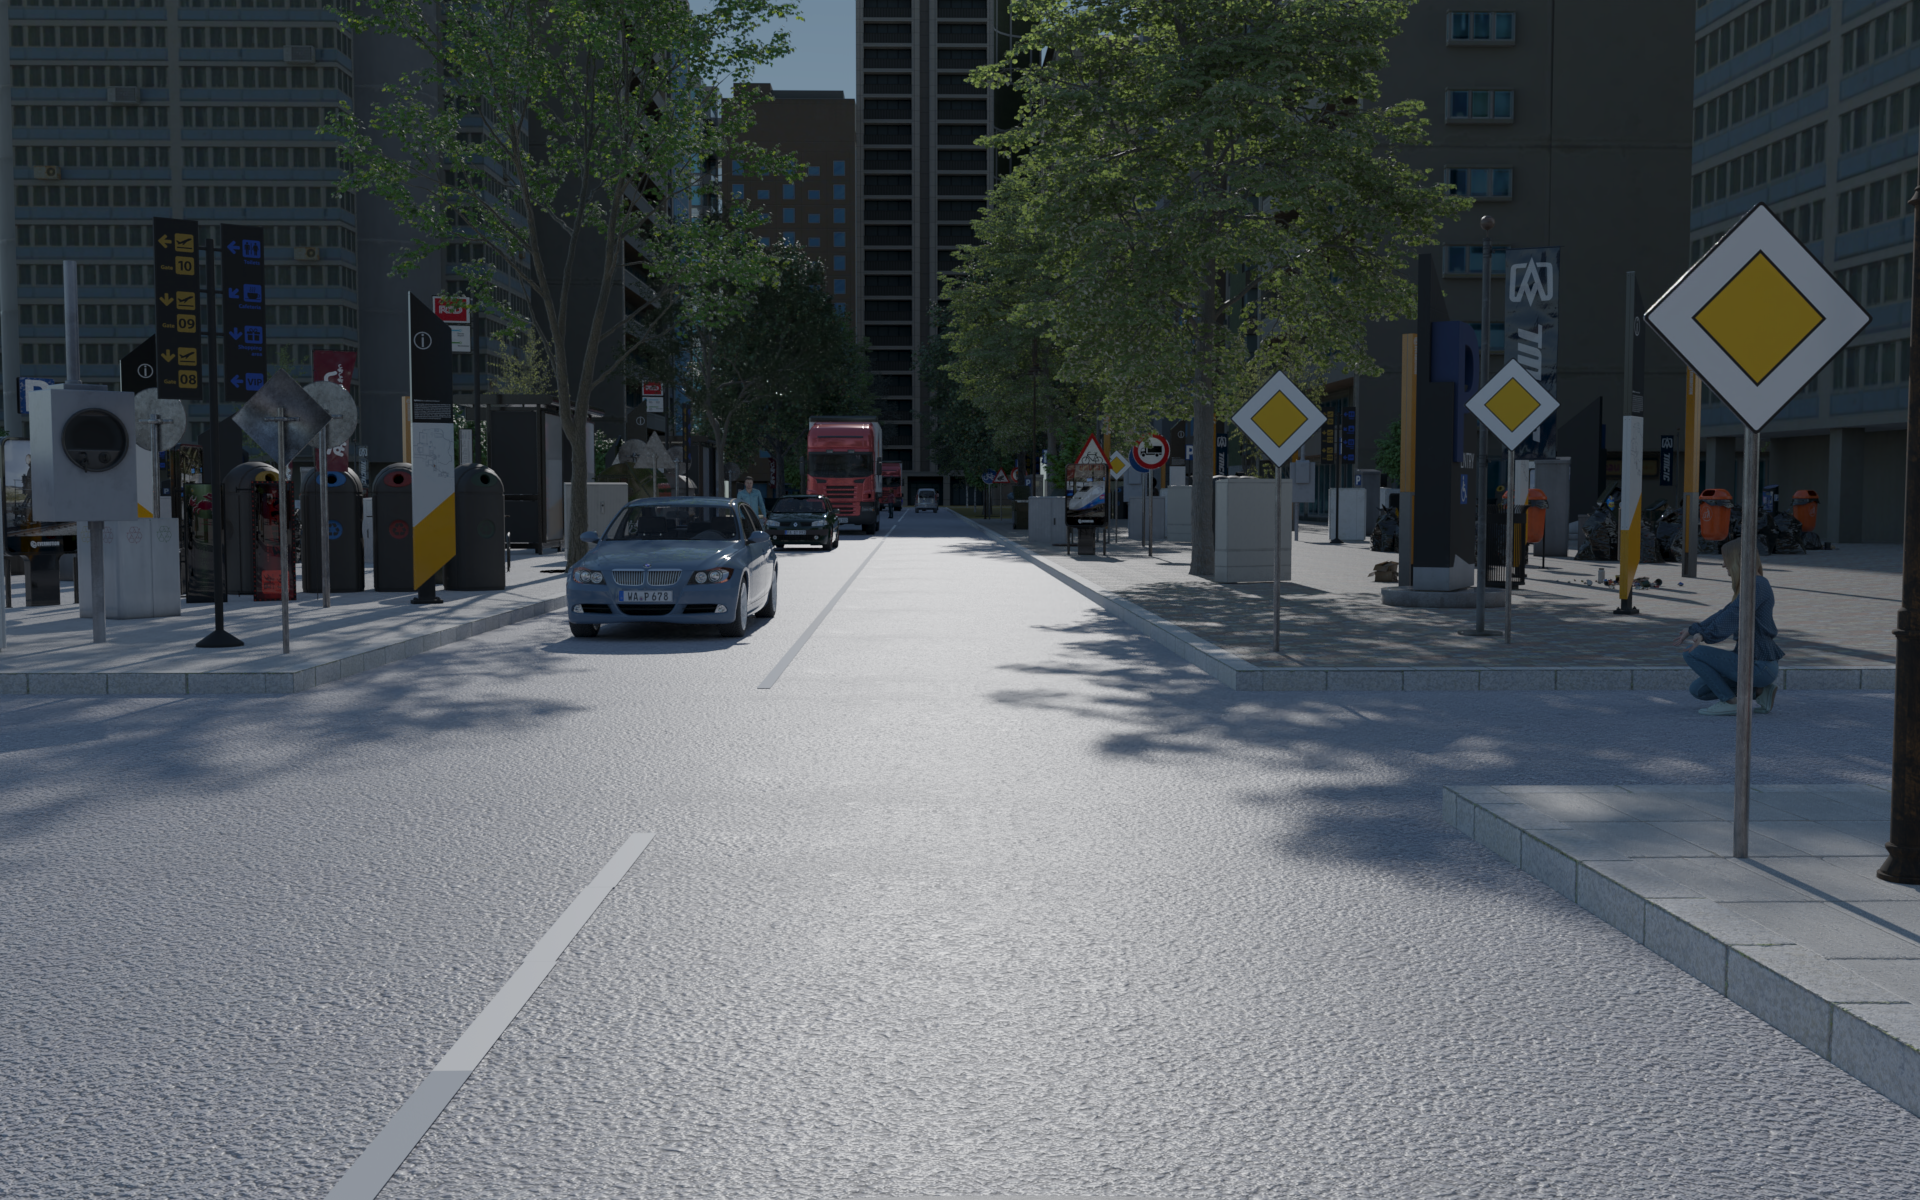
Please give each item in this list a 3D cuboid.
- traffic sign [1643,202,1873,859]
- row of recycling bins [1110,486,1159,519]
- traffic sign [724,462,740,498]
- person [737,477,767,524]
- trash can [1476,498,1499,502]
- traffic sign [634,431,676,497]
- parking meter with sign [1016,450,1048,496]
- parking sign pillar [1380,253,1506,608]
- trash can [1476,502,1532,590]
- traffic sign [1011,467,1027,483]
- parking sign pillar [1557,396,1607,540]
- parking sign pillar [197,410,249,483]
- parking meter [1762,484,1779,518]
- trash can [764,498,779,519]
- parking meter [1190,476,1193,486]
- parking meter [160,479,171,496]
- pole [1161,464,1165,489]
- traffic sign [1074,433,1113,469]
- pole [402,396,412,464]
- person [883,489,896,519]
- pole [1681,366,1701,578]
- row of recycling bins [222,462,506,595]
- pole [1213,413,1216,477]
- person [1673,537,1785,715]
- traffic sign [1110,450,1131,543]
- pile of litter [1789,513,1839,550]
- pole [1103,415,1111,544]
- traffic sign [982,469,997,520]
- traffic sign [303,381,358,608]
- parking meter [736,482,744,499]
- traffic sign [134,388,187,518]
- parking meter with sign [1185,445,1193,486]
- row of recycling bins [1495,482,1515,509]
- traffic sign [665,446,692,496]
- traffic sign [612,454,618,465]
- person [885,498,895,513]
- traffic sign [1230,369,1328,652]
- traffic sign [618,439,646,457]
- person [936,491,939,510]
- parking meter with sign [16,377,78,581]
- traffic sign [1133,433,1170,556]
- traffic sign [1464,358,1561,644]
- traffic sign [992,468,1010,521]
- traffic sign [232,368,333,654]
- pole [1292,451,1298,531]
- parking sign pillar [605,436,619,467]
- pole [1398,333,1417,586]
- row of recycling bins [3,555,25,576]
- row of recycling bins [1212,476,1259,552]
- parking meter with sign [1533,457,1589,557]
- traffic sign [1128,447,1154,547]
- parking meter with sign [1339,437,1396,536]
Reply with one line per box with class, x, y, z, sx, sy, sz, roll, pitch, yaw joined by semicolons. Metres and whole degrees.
traffic sign;2.754;-0.147;6.054;0.795;2.450;0.064;0;4;-1
row of recycling bins;8.572;-4.974;88.438;3.534;1.692;1.069;2;4;35
traffic sign;-9.179;-4.233;69.312;0.768;2.556;0.104;0;4;1
person;-4.684;-1.852;38.798;0.660;1.820;0.620;-1;4;-19
trash can;17.783;-2.864;58.472;0.748;1.137;0.748;0;3;0
traffic sign;-6.301;-2.189;35.786;0.884;2.594;0.081;0;3;0
parking meter with sign;2.854;-4.342;67.260;1.738;3.016;0.543;-3;5;-44
parking sign pillar;5.630;-1.929;20.017;1.447;3.967;1.447;2;4;28
trash can;7.323;-0.718;23.393;0.748;1.137;0.748;0;3;0
traffic sign;2.731;-4.891;80.067;0.768;2.556;0.104;0;4;7
parking sign pillar;17.353;-3.664;48.372;1.447;3.967;1.447;-3;4;-38
parking sign pillar;-23.370;-4.051;54.709;1.447;3.967;1.447;-2;4;-29
parking meter;20.870;-2.214;44.615;0.372;1.533;0.369;0;3;0
trash can;-7.141;-3.330;66.102;0.748;1.137;0.748;0;3;0
parking meter;6.605;-2.605;48.303;0.255;1.863;0.399;3;5;45
parking meter;-30.939;-3.777;67.468;0.399;1.863;0.255;-2;4;-32
pole;8.009;-4.556;68.326;0.158;3.312;0.155;0;3;0
traffic sign;2.823;-2.264;37.026;0.884;2.594;0.081;0;4;4
pole;-11.543;-2.593;36.246;0.158;3.312;0.155;0;3;0
person;-4.125;-5.648;101.566;0.721;1.743;1.217;-3;4;-38
pole;11.243;-2.004;26.608;0.158;3.312;0.155;0;3;0
row of recycling bins;-7.828;-0.960;22.809;3.534;1.692;1.069;-1;4;-19
pole;6.346;-3.054;43.769;0.158;3.312;0.155;0;3;0
person;4.942;0.168;11.254;0.738;1.151;1.012;2;4;32
traffic sign;4.111;-2.711;45.509;0.795;2.450;0.064;0;4;6
pile of litter;19.488;-1.607;40.246;1.176;0.858;1.719;-2;4;-27
pole;3.793;-3.109;44.667;0.158;3.312;0.155;0;3;0
traffic sign;1.484;-5.315;87.008;0.768;2.556;0.104;0;4;2
traffic sign;-7.163;-1.186;19.505;0.768;2.556;0.104;0;4;1
parking meter;-10.573;-4.757;83.483;0.399;1.863;0.255;0;4;0
traffic sign;-9.642;-1.264;20.770;0.768;2.556;0.104;0;4;5
parking meter with sign;8.541;-3.923;60.406;0.543;3.016;1.738;-2;4;-33
row of recycling bins;19.379;-3.233;59.964;1.069;1.692;3.534;0;4;3
traffic sign;-7.547;-2.823;46.254;0.768;2.556;0.104;0;4;1
traffic sign;-9.412;-2.948;48.205;0.884;2.594;0.081;0;4;8
person;-5.303;-7.339;131.721;0.991;1.433;0.599;0;4;5
traffic sign;2.573;-0.636;14.037;0.795;2.450;0.064;0;4;-1
traffic sign;-7.525;-2.444;40.069;0.768;2.556;0.104;0;4;2
person;-2.051;-8.624;150.203;0.721;1.736;1.217;0;4;-6
parking meter with sign;-13.144;-1.795;25.614;1.738;3.016;0.543;2;4;31
traffic sign;3.931;-2.175;35.675;0.768;2.556;0.104;0;4;1
traffic sign;4.686;-0.830;14.759;0.795;2.450;0.064;0;4;8
traffic sign;1.973;-5.076;83.001;0.884;2.594;0.081;0;4;7
traffic sign;-5.420;-0.626;13.877;0.795;2.450;0.064;0;4;-1
pole;11.541;-4.028;59.701;0.158;3.312;0.155;0;3;0
parking sign pillar;-16.109;-5.666;81.104;1.447;3.967;1.447;-3;5;-40
pole;5.736;-1.731;22.138;0.158;3.312;0.155;0;3;0
row of recycling bins;-15.264;-1.166;26.180;1.069;1.692;3.534;0;4;0
row of recycling bins;6.382;-2.004;39.882;1.069;1.692;3.534;2;4;24
parking meter with sign;12.168;-2.403;35.546;1.738;3.016;0.543;1;4;22
traffic sign;4.478;-2.574;42.189;0.768;2.556;0.104;0;4;2
parking meter with sign;12.547;-3.484;53.219;1.738;3.016;0.543;-1;4;-19
